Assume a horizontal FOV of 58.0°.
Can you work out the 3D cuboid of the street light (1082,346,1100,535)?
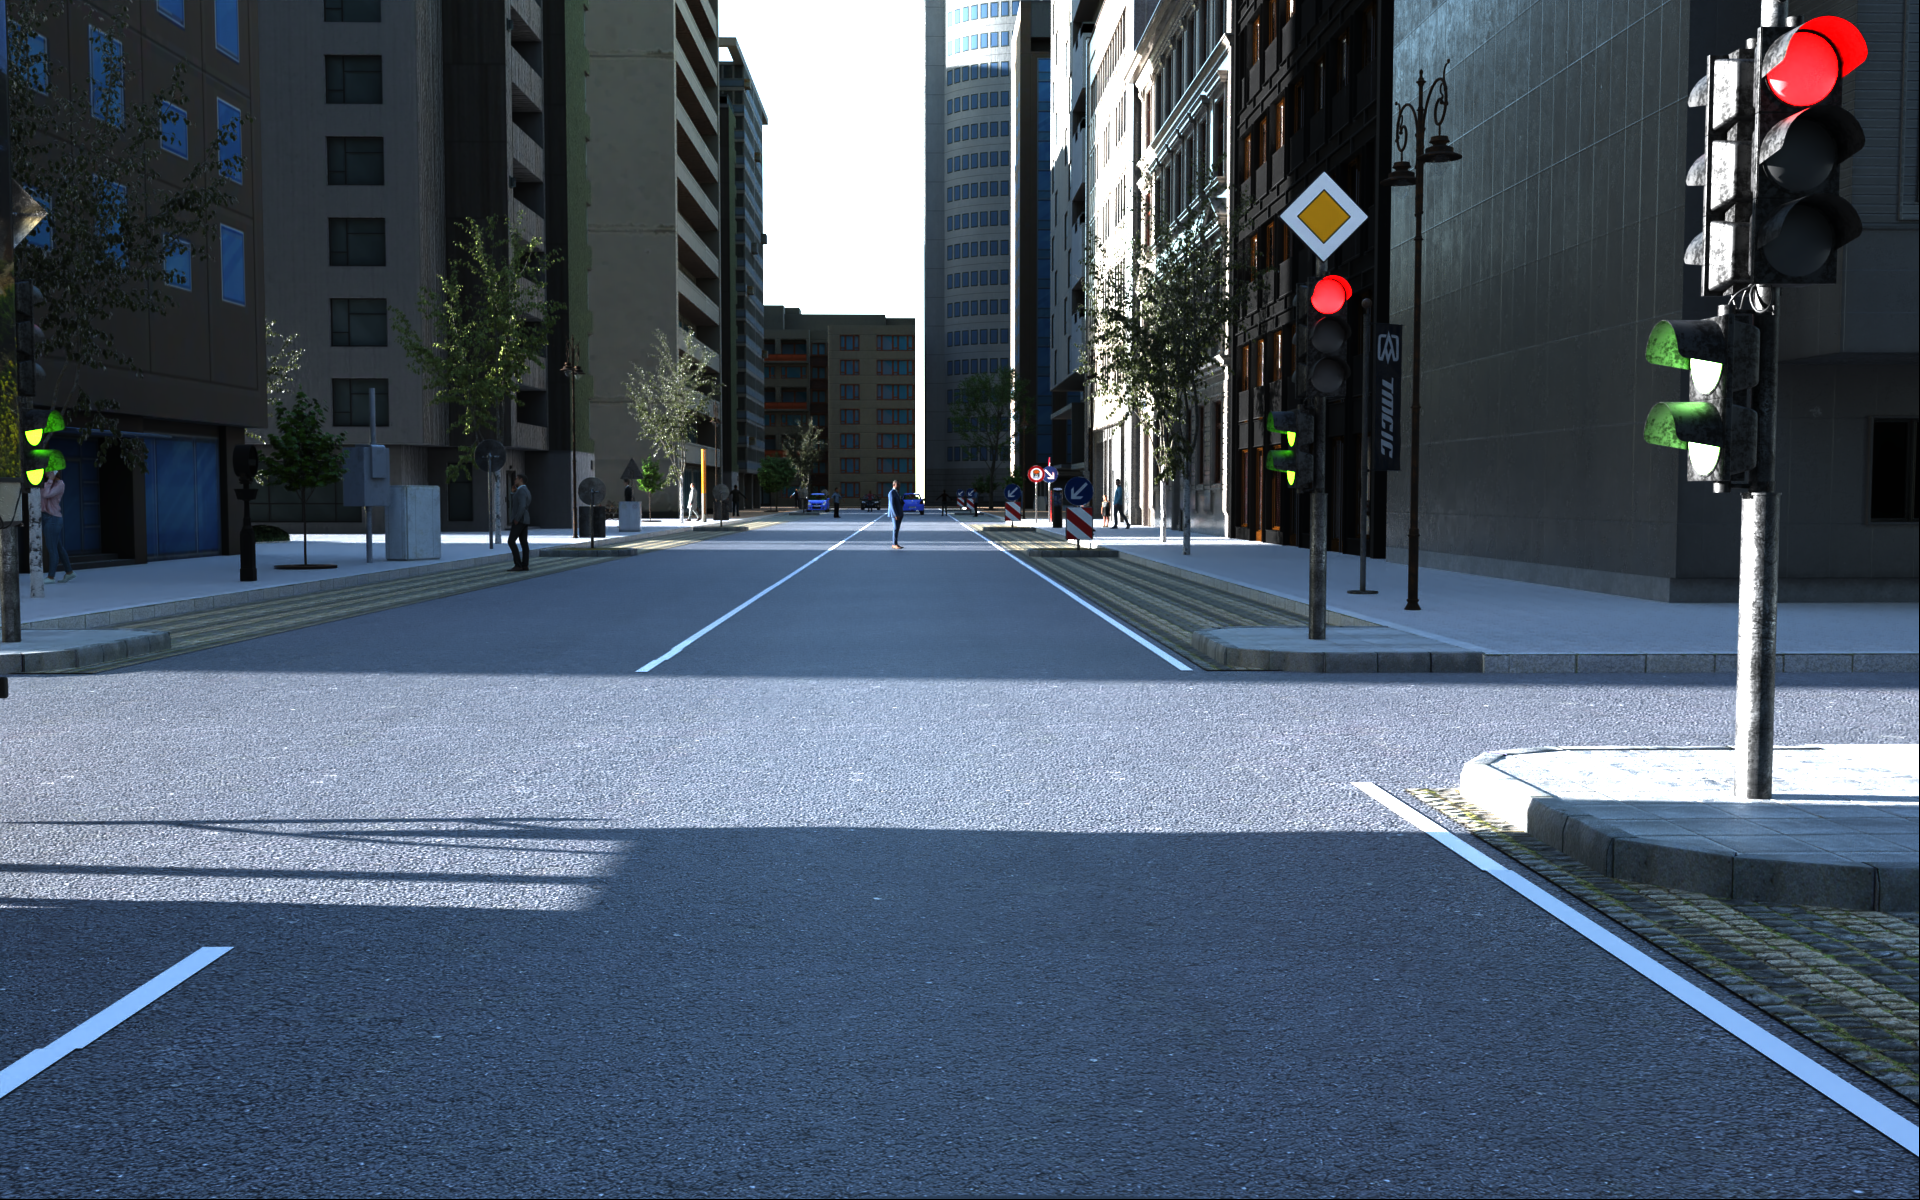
[{"bbox_3d":[4.130,-4.987,54.332,0.468,5.910,1.993,0,4,-1],"label":"street light"}]

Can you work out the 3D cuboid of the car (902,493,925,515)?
[{"bbox_3d":[-3.371,-6.788,120.578,1.945,1.707,3.694,0,4,-3],"label":"car"}]

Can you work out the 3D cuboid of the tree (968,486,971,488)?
[{"bbox_3d":[1.794,-9.689,153.021,1.663,3.219,1.824,0,3,0],"label":"tree"}]

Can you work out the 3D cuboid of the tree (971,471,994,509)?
[{"bbox_3d":[2.387,-9.331,147.158,1.663,3.219,1.824,0,3,0],"label":"tree"}]

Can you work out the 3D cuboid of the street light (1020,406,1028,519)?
[{"bbox_3d":[3.309,-7.144,89.587,0.468,5.910,1.993,0,4,-1],"label":"street light"}]

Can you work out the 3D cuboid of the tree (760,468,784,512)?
[{"bbox_3d":[-13.798,-8.000,125.404,1.663,3.219,1.824,0,3,0],"label":"tree"}]

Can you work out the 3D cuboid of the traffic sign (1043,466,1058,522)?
[{"bbox_3d":[4.061,-4.799,78.565,0.768,2.556,0.104,0,4,2],"label":"traffic sign"}]

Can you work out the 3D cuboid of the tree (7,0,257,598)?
[{"bbox_3d":[-11.213,-4.332,21.196,4.360,8.622,3.978,0,3,0],"label":"tree"}]

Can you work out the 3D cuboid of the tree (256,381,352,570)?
[{"bbox_3d":[-11.391,-2.148,29.719,1.663,3.219,1.824,0,3,0],"label":"tree"}]

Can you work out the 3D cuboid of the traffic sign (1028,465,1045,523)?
[{"bbox_3d":[3.397,-4.705,77.028,0.768,2.556,0.104,0,4,5],"label":"traffic sign"}]

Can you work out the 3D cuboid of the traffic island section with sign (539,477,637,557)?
[{"bbox_3d":[-8.567,-1.930,40.178,1.989,1.847,2.006,0,4,-1],"label":"traffic island section with sign"}]

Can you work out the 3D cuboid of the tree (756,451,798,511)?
[{"bbox_3d":[-13.942,-9.038,131.482,4.285,4.588,4.351,0,3,0],"label":"tree"}]

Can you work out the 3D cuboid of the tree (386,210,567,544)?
[{"bbox_3d":[-12.137,-5.756,44.475,4.737,8.622,4.395,0,3,0],"label":"tree"}]

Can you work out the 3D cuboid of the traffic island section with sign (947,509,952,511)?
[{"bbox_3d":[-0.078,-8.296,144.274,1.989,1.847,2.006,0,4,-1],"label":"traffic island section with sign"}]

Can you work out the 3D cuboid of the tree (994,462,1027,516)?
[{"bbox_3d":[3.274,-6.561,101.875,1.663,3.219,1.824,0,3,0],"label":"tree"}]

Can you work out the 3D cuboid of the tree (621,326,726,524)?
[{"bbox_3d":[-12.341,-7.630,75.105,4.360,8.622,3.978,0,3,0],"label":"tree"}]

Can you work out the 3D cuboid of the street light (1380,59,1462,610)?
[{"bbox_3d":[5.020,-2.828,19.030,0.468,5.910,1.993,0,4,-1],"label":"street light"}]

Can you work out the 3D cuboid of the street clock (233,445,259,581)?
[{"bbox_3d":[-10.495,-1.279,25.489,0.358,2.002,0.471,0,4,-5],"label":"street clock"}]

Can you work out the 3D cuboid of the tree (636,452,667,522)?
[{"bbox_3d":[-14.266,-5.249,80.416,1.663,3.219,1.824,0,3,0],"label":"tree"}]

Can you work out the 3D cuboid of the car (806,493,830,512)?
[{"bbox_3d":[-11.240,-7.799,137.099,1.945,1.707,3.694,0,4,-1],"label":"car"}]

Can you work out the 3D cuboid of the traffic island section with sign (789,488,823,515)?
[{"bbox_3d":[-10.502,-6.625,116.948,1.989,1.847,2.006,0,4,-1],"label":"traffic island section with sign"}]

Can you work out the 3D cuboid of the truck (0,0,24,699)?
[{"bbox_3d":[-5.182,-0.812,2.183,2.839,4.237,11.283,0,4,-3],"label":"truck"}]

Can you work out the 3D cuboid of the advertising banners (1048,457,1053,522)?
[{"bbox_3d":[4.267,-5.164,80.622,0.090,3.025,2.074,0,4,-5],"label":"advertising banners"}]

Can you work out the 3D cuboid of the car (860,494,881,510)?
[{"bbox_3d":[-8.183,-9.107,158.692,2.009,1.686,4.222,0,4,-1],"label":"car"}]

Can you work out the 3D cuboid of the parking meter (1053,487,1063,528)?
[{"bbox_3d":[3.717,-3.519,65.946,0.372,1.533,0.369,0,3,0],"label":"parking meter"}]

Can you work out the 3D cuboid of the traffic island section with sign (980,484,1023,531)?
[{"bbox_3d":[1.886,-3.562,66.867,1.989,1.847,2.006,0,4,-1],"label":"traffic island section with sign"}]

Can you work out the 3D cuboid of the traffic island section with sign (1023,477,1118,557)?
[{"bbox_3d":[2.565,-1.914,39.921,1.989,1.847,2.006,0,4,-1],"label":"traffic island section with sign"}]

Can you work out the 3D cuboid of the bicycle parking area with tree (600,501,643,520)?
[{"bbox_3d":[-19.488,-5.861,82.823,9.016,4.147,8.231,1,4,22],"label":"bicycle parking area with tree"}]

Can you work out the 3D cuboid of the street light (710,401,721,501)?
[{"bbox_3d":[-12.057,-6.904,85.664,0.468,5.910,1.993,0,4,-1],"label":"street light"}]

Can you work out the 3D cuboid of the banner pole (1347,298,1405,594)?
[{"bbox_3d":[5.402,-1.979,22.379,0.863,3.779,0.401,-2,4,-30],"label":"banner pole"}]

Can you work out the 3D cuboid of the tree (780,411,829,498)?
[{"bbox_3d":[-13.788,-12.292,151.333,4.360,8.622,3.978,0,3,0],"label":"tree"}]

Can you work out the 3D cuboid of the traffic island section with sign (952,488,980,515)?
[{"bbox_3d":[0.613,-6.648,117.327,1.989,1.847,2.006,0,4,-1],"label":"traffic island section with sign"}]

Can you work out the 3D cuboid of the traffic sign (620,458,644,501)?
[{"bbox_3d":[-11.703,-3.782,61.838,0.884,2.594,0.081,0,4,8],"label":"traffic sign"}]

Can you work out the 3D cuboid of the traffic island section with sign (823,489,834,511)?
[{"bbox_3d":[-11.181,-8.273,143.895,1.989,1.847,2.006,0,4,-1],"label":"traffic island section with sign"}]

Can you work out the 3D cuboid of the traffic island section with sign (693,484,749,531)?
[{"bbox_3d":[-9.236,-3.578,67.125,1.989,1.847,2.006,0,4,-1],"label":"traffic island section with sign"}]

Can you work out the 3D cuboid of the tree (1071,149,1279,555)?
[{"bbox_3d":[4.558,-5.263,36.417,4.360,8.622,3.978,0,3,0],"label":"tree"}]

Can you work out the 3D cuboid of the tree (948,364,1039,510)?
[{"bbox_3d":[2.620,-12.951,137.506,9.928,11.665,9.643,0,3,0],"label":"tree"}]

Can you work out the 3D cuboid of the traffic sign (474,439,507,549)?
[{"bbox_3d":[-10.953,-2.464,40.396,0.768,2.556,0.104,0,4,4],"label":"traffic sign"}]

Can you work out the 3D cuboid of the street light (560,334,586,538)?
[{"bbox_3d":[-11.199,-4.738,50.255,0.468,5.910,1.993,0,4,-1],"label":"street light"}]
